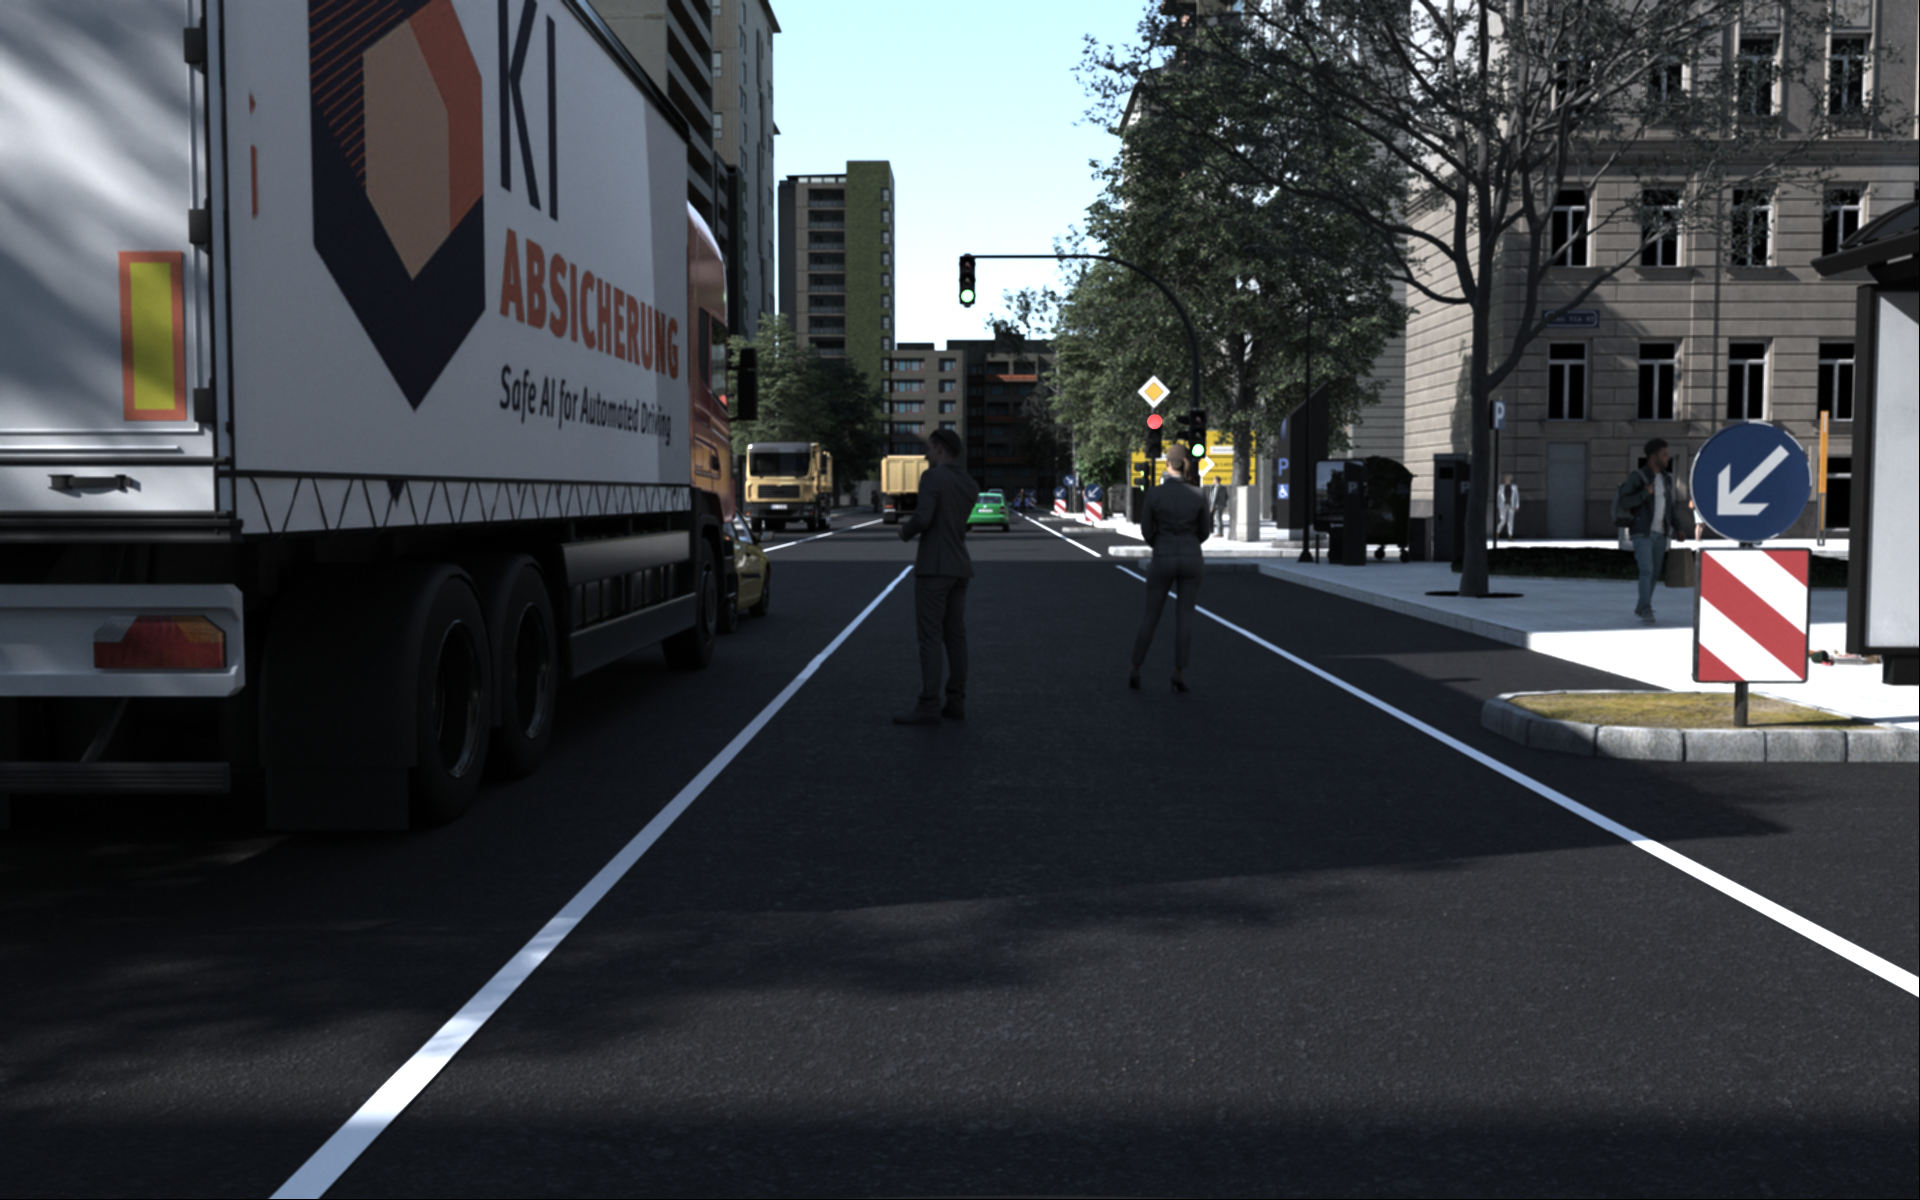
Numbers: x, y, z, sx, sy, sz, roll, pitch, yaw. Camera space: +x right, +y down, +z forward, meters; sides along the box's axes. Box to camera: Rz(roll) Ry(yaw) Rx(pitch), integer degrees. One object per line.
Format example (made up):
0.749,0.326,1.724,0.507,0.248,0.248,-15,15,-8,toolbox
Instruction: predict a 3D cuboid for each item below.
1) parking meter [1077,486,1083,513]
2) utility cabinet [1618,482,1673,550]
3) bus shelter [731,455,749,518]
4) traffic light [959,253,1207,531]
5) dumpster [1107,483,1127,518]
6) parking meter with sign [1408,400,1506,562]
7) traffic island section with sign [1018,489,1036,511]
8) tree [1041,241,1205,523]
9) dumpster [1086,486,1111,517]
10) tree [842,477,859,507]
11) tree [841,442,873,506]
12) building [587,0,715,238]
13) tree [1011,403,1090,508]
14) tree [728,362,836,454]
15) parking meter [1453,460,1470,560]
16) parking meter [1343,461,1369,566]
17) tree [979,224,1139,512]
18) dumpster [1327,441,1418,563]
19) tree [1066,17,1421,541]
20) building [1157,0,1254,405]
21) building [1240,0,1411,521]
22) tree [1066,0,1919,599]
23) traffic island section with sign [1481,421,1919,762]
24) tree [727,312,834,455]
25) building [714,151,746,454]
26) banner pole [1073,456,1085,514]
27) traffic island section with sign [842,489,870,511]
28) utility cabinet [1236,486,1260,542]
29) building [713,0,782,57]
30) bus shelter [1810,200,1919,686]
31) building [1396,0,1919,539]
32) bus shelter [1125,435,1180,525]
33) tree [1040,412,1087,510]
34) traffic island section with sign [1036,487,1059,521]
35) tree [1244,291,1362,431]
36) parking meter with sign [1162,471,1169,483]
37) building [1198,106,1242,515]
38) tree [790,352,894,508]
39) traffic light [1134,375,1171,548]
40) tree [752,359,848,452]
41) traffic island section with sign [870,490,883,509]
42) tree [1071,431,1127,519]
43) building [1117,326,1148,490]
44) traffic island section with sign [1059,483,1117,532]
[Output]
8.013,-6.732,115.782,0.399,1.863,0.255,2,4,25,parking meter
12.942,-1.472,32.754,0.318,1.500,1.173,-1,4,-15,utility cabinet
-12.490,-7.114,93.944,2.179,5.291,8.768,0,4,1,bus shelter
2.360,-3.561,32.883,4.771,5.953,1.251,0,4,1,traffic light
8.751,-5.445,94.789,1.264,1.857,1.865,0,4,1,dumpster
9.366,-2.235,32.804,1.738,3.016,0.543,3,5,41,parking meter with sign
5.878,-8.250,143.507,1.989,1.847,2.006,0,4,1,traffic island section with sign
7.281,-9.774,77.937,7.486,12.596,7.792,0,3,0,tree
7.835,-5.768,96.793,1.502,2.255,1.985,0,4,1,dumpster
-11.448,-11.214,177.957,1.663,3.219,1.824,0,3,0,tree
-11.459,-14.863,193.378,4.737,8.622,4.395,0,3,0,tree
-30.226,-30.773,126.837,21.300,48.544,21.600,0,4,1,building
8.817,-14.091,164.795,8.767,10.594,7.601,1,4,11,tree
-12.594,-11.170,117.038,8.767,10.594,7.601,-1,4,-13,tree
8.739,-1.480,29.917,0.399,1.863,0.255,1,4,16,parking meter
7.088,-1.547,31.007,0.399,1.863,0.255,3,4,37,parking meter
7.418,-16.420,124.359,12.611,20.169,13.585,0,3,0,tree
7.760,-1.864,32.972,1.502,2.255,1.985,0,4,1,dumpster
7.834,-8.607,47.387,9.857,13.997,8.962,0,3,0,tree
27.709,-29.700,140.227,22.147,44.769,28.867,0,4,1,building
20.602,-18.520,80.298,11.434,29.767,29.804,0,4,1,building
6.597,-6.785,21.312,12.009,13.543,11.850,0,3,0,tree
4.212,-0.097,10.220,1.989,1.847,2.006,0,4,1,traffic island section with sign
-11.758,-11.607,107.897,7.486,12.596,7.792,0,3,0,tree
-25.947,-22.871,145.646,14.160,30.474,14.107,0,4,1,building
7.675,-7.616,114.543,0.401,3.779,0.863,-2,4,-28,banner pole
-8.725,-8.248,143.475,1.989,1.847,2.006,0,4,1,traffic island section with sign
7.755,-2.321,46.633,0.318,1.500,1.173,2,4,26,utility cabinet
-32.648,-35.483,169.391,27.495,52.752,28.713,0,4,1,building
6.746,-0.925,9.054,2.014,3.302,5.546,0,4,1,bus shelter
27.498,-15.698,53.934,25.104,27.353,12.463,0,4,1,building
7.728,-4.781,69.446,1.731,3.624,6.357,0,4,1,bus shelter
8.586,-11.391,136.602,4.360,8.622,3.978,0,3,0,tree
5.250,-5.181,93.338,1.989,1.847,2.006,0,4,1,traffic island section with sign
12.093,-6.827,61.981,4.737,8.622,4.395,0,3,0,tree
7.204,-3.800,58.391,1.738,3.016,0.543,2,4,29,parking meter with sign
21.796,-17.614,106.010,12.078,24.808,19.932,0,4,1,building
-11.011,-15.216,155.439,9.857,13.997,8.962,0,3,0,tree
4.553,-3.184,40.983,0.839,4.253,0.868,0,4,1,traffic light
-12.181,-12.428,128.955,9.928,11.665,9.643,0,3,0,tree
-8.395,-9.950,171.316,1.989,1.847,2.006,0,4,1,traffic island section with sign
7.269,-6.420,88.686,4.285,4.588,4.351,0,3,0,tree
30.362,-19.859,169.734,27.650,21.520,28.899,0,4,1,building
4.903,-3.490,65.693,1.989,1.847,2.006,0,4,1,traffic island section with sign
